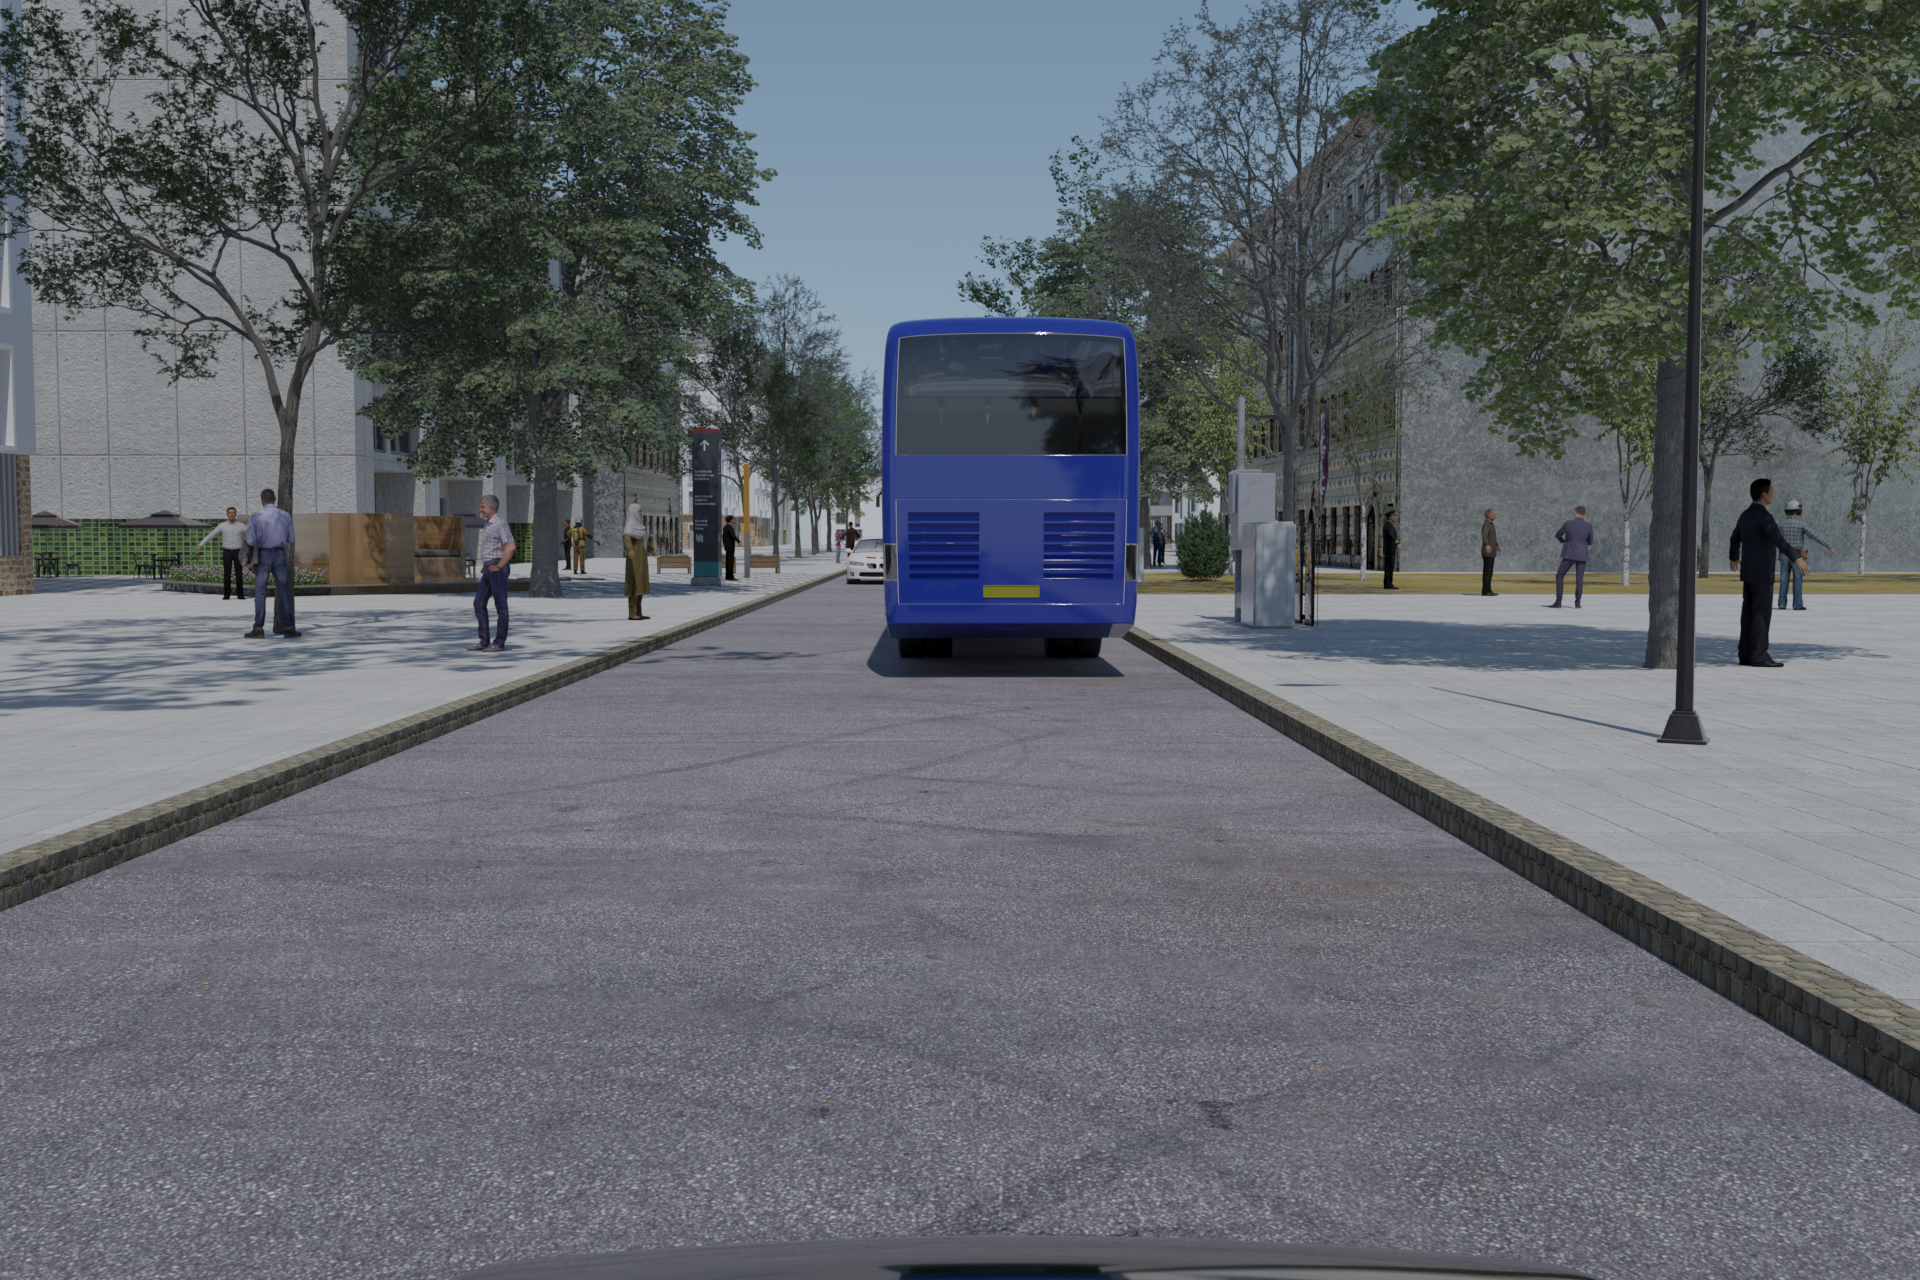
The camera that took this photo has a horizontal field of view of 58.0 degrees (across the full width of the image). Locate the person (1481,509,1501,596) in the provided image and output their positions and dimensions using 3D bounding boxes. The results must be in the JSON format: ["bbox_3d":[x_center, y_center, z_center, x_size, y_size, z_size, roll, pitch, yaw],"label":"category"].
[{"bbox_3d":[10.991,-1.817,35.891,0.705,1.807,1.348,2,4,26],"label":"person"}]

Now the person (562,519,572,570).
[{"bbox_3d":[-14.033,-3.400,61.807,0.704,1.802,1.346,0,4,-3],"label":"person"}]

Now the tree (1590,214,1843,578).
[{"bbox_3d":[21.955,-7.075,50.092,7.601,10.594,8.767,-1,4,-13],"label":"tree"}]

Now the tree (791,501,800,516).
[{"bbox_3d":[-23.669,-17.367,234.319,4.737,8.622,4.395,0,3,0],"label":"tree"}]

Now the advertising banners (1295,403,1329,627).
[{"bbox_3d":[4.903,-1.716,24.239,0.090,3.025,2.074,0,4,-1],"label":"advertising banners"}]

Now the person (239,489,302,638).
[{"bbox_3d":[-8.563,-0.951,21.459,0.709,1.838,0.599,-2,4,-34],"label":"person"}]

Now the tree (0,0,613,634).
[{"bbox_3d":[-8.652,-5.335,21.634,8.767,10.594,7.601,-1,4,-12],"label":"tree"}]

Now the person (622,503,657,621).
[{"bbox_3d":[-4.749,-1.165,25.823,0.721,1.736,1.217,0,4,6],"label":"person"}]

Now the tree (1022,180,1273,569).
[{"bbox_3d":[6.779,-9.554,62.867,9.857,13.997,8.962,0,3,0],"label":"tree"}]

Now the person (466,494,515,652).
[{"bbox_3d":[-5.111,-0.724,18.826,0.436,1.711,0.756,-2,4,-27],"label":"person"}]

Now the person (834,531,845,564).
[{"bbox_3d":[-5.245,-4.050,75.477,0.599,1.433,0.991,1,4,20],"label":"person"}]

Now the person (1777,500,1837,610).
[{"bbox_3d":[14.067,-1.432,29.255,1.345,1.849,0.704,3,5,45],"label":"person"}]

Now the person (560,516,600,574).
[{"bbox_3d":[-12.174,-3.035,55.385,1.354,1.858,0.705,1,4,11],"label":"person"}]

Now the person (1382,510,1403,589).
[{"bbox_3d":[10.011,-2.097,40.227,0.705,1.837,1.347,0,4,1],"label":"person"}]

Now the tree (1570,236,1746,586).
[{"bbox_3d":[16.550,-5.625,42.330,4.737,8.622,4.395,0,3,0],"label":"tree"}]

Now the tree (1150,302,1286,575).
[{"bbox_3d":[8.214,-6.309,53.521,4.737,8.622,4.395,0,3,0],"label":"tree"}]

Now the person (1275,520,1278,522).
[{"bbox_3d":[5.021,-1.362,28.354,0.704,1.819,1.344,3,5,41],"label":"person"}]

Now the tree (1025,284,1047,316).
[{"bbox_3d":[5.610,-16.794,130.472,12.611,20.169,13.585,0,3,0],"label":"tree"}]

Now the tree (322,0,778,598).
[{"bbox_3d":[-8.516,-7.838,34.809,9.857,13.997,8.962,0,3,0],"label":"tree"}]

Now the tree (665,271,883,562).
[{"bbox_3d":[-8.420,-10.386,80.186,12.009,13.543,11.850,0,3,0],"label":"tree"}]

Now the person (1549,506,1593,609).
[{"bbox_3d":[10.572,-1.436,29.974,0.683,1.767,0.568,0,4,5],"label":"person"}]

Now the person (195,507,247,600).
[{"bbox_3d":[-14.193,-1.691,33.800,1.344,1.810,0.704,-2,4,-24],"label":"person"}]

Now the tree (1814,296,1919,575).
[{"bbox_3d":[28.822,-6.381,54.685,4.737,8.622,4.395,0,3,0],"label":"tree"}]

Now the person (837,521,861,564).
[{"bbox_3d":[-4.625,-4.091,73.027,0.704,1.812,1.346,3,5,44],"label":"person"}]

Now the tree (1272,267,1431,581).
[{"bbox_3d":[11.240,-5.931,47.327,4.360,8.622,3.978,0,3,0],"label":"tree"}]

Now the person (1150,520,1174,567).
[{"bbox_3d":[7.704,-3.769,67.475,1.347,1.847,0.705,2,4,34],"label":"person"}]

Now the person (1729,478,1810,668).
[{"bbox_3d":[7.768,-0.657,16.789,0.704,1.823,1.345,0,4,-4],"label":"person"}]

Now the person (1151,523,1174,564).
[{"bbox_3d":[8.641,-4.111,73.933,1.216,1.740,0.721,-2,4,-30],"label":"person"}]

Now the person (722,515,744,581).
[{"bbox_3d":[-6.310,-2.540,47.709,0.705,1.806,1.347,-2,4,-29],"label":"person"}]

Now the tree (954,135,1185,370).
[{"bbox_3d":[5.449,-14.036,85.383,12.611,20.169,13.585,0,3,0],"label":"tree"}]

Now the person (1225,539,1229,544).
[{"bbox_3d":[9.907,-3.333,60.758,1.348,1.796,0.705,2,4,31],"label":"person"}]

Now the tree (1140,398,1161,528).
[{"bbox_3d":[6.854,-7.569,74.109,4.360,8.622,3.978,0,3,0],"label":"tree"}]
